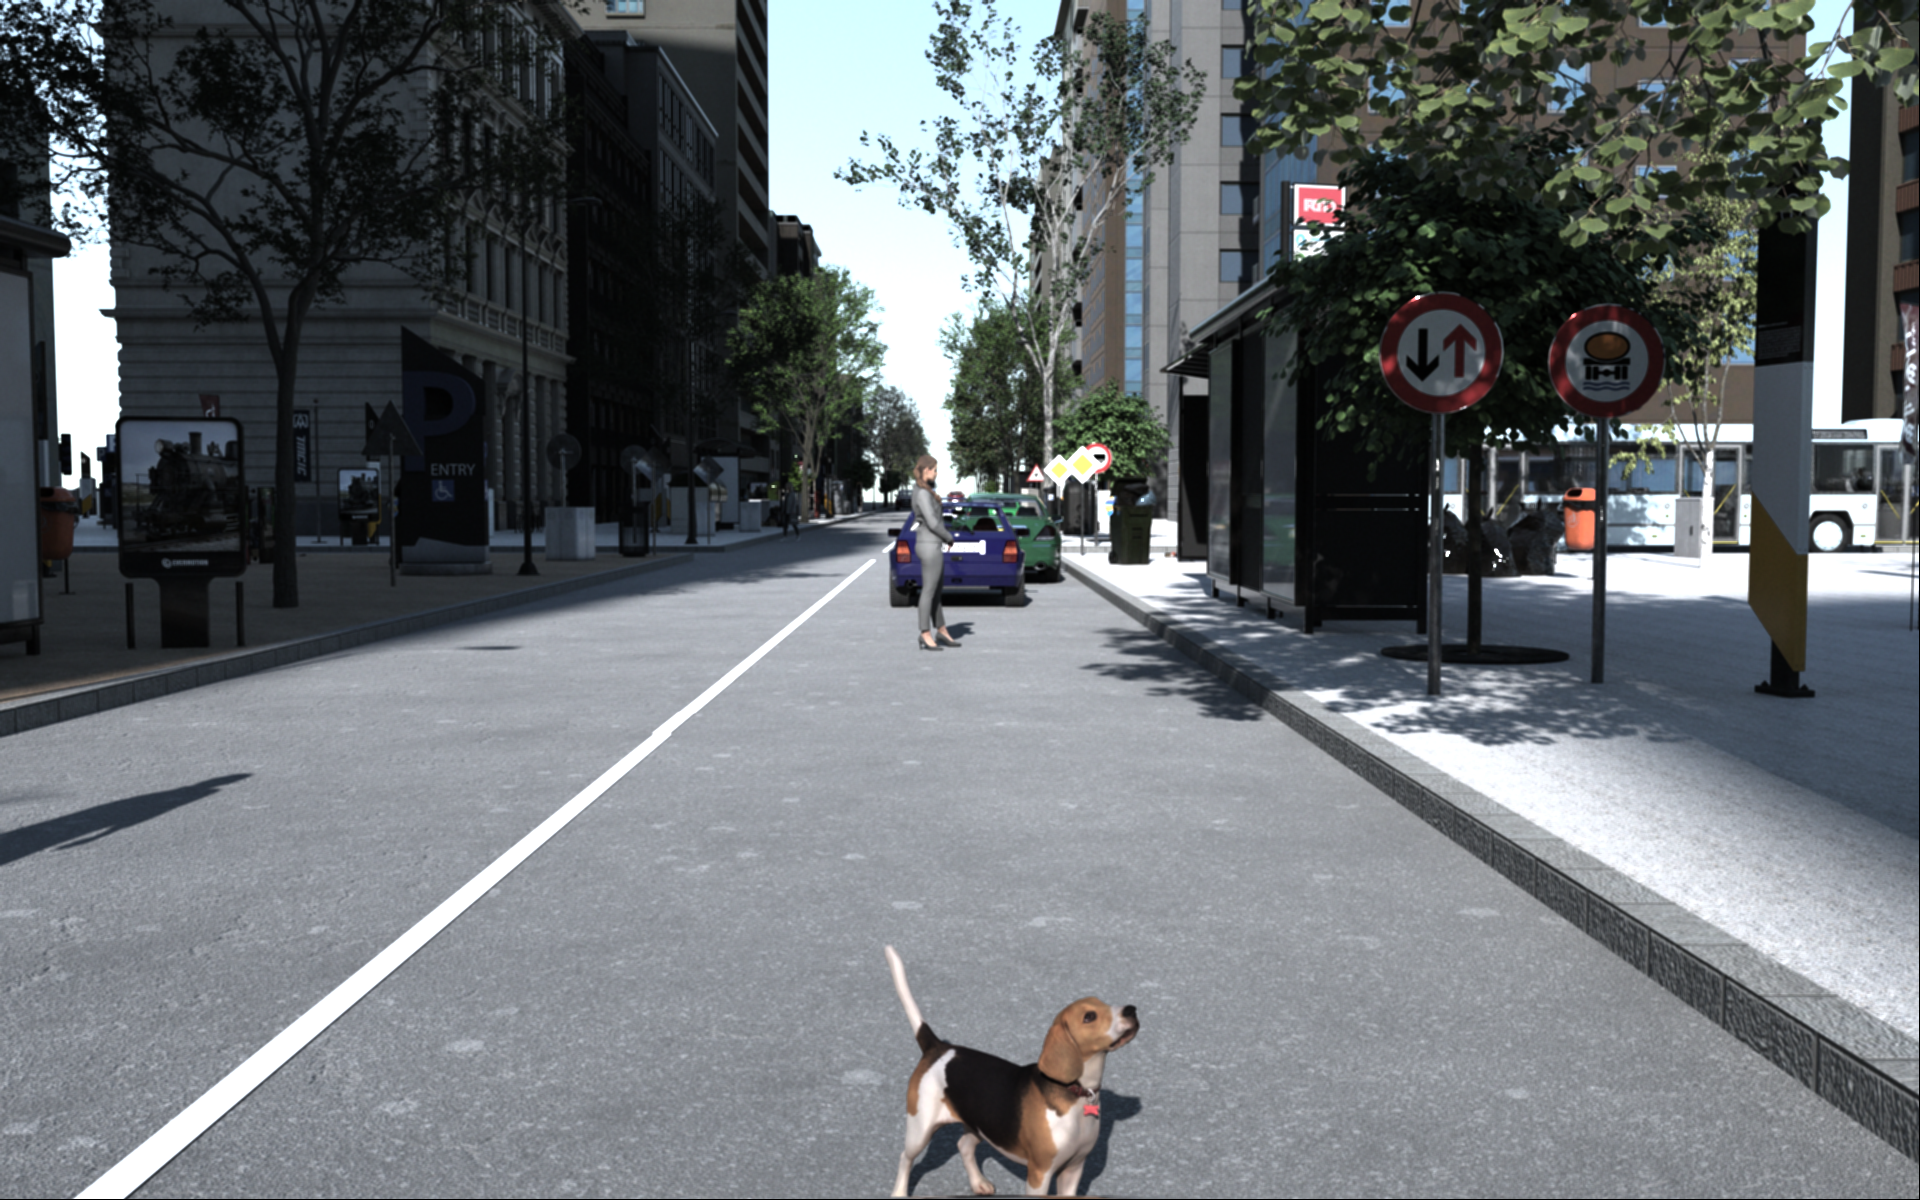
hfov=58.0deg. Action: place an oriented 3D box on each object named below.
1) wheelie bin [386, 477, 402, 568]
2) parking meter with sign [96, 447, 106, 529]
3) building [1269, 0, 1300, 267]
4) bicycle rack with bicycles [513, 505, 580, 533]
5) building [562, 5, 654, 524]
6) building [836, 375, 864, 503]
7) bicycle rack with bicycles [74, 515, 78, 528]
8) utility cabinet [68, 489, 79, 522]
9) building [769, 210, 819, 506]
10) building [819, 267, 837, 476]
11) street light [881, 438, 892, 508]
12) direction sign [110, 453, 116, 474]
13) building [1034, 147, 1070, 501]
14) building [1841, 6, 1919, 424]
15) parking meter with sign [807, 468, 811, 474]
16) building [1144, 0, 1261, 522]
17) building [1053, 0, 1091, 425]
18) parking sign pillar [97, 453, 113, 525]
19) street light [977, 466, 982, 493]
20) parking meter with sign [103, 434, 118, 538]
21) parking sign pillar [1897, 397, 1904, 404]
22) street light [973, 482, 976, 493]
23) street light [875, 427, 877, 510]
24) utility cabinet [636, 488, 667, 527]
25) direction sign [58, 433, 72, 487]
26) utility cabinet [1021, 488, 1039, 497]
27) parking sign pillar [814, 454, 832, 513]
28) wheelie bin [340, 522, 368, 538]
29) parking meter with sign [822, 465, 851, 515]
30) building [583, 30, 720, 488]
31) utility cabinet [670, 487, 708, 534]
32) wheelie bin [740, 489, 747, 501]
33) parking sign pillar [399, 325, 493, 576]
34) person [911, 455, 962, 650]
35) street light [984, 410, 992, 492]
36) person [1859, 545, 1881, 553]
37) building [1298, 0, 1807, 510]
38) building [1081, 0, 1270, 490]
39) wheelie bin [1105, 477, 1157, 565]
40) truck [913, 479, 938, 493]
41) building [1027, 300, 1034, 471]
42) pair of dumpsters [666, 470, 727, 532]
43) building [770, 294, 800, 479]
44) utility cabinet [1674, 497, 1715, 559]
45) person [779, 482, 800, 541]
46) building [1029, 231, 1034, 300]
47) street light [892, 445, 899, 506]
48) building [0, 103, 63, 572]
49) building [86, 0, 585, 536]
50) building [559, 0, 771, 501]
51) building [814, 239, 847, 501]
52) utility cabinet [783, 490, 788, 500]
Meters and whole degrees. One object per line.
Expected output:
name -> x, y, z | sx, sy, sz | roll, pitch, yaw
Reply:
wheelie bin -> -9.444, -1.353, 30.028 | 0.693, 1.594, 0.980 | 1, 4, 22
parking meter with sign -> -31.045, -4.160, 64.273 | 0.543, 3.016, 1.738 | 2, 4, 28
building -> 17.789, -29.777, 136.958 | 14.600, 45.320, 14.200 | 0, 4, 0
bicycle rack with bicycles -> -13.690, -2.684, 57.264 | 2.852, 0.926, 2.925 | 1, 4, 10
building -> -21.675, -15.296, 79.765 | 12.332, 23.373, 15.834 | 0, 4, 0
building -> -29.282, -25.575, 263.185 | 27.650, 21.520, 28.899 | 0, 4, 0
bicycle rack with bicycles -> -32.968, -2.896, 60.736 | 2.925, 0.926, 2.852 | 0, 4, 3
utility cabinet -> -40.111, -4.228, 77.809 | 1.173, 1.500, 0.318 | 2, 4, 27
building -> -22.466, -24.846, 177.931 | 14.160, 30.474, 14.107 | 0, 4, 0
building -> -22.943, -27.264, 217.470 | 14.160, 30.474, 14.107 | 0, 4, 0
street light -> -6.532, -10.384, 142.321 | 1.470, 5.913, 1.316 | 0, 4, 0
direction sign -> -33.411, -4.714, 69.067 | 0.876, 3.537, 0.379 | 0, 4, -6
building -> 21.307, -37.561, 237.826 | 21.300, 48.544, 21.600 | 0, 4, 0
building -> 47.689, -24.929, 62.216 | 28.867, 44.769, 22.147 | 0, 4, 0
parking meter with sign -> -9.561, -7.422, 117.616 | 1.738, 3.016, 0.543 | -3, 5, -43
building -> 20.322, -33.553, 90.590 | 21.231, 58.520, 28.212 | 0, 4, 0
building -> 24.288, -35.693, 172.823 | 28.713, 52.752, 27.495 | 0, 4, 0
parking sign pillar -> -35.417, -5.142, 72.543 | 1.447, 3.967, 1.447 | 0, 4, -2
street light -> 2.116, -9.577, 129.127 | 1.470, 5.913, 1.316 | 0, 4, 0
parking meter with sign -> -24.519, -3.351, 51.042 | 0.543, 3.016, 1.738 | 0, 4, -6
parking sign pillar -> 26.415, -3.625, 47.747 | 1.447, 3.967, 1.447 | -3, 4, -36
street light -> 1.870, -13.595, 194.818 | 1.470, 5.913, 1.316 | 0, 4, 0
street light -> -6.493, -9.040, 120.344 | 1.470, 5.913, 1.316 | 0, 4, 0
utility cabinet -> -11.921, -3.563, 66.939 | 1.173, 1.500, 0.318 | -3, 4, -38
direction sign -> -33.583, -4.439, 64.578 | 0.876, 3.537, 0.379 | -2, 4, -34
utility cabinet -> 2.717, -3.554, 66.782 | 0.318, 1.500, 1.173 | 2, 4, 23
parking sign pillar -> -9.040, -7.776, 115.604 | 1.447, 3.967, 1.447 | -1, 4, -13
wheelie bin -> -17.883, -2.640, 51.077 | 0.980, 1.594, 0.693 | 0, 4, 3
parking meter with sign -> -7.457, -6.652, 105.015 | 1.738, 3.016, 0.543 | 2, 4, 27
building -> -22.470, -18.716, 99.514 | 14.314, 27.812, 24.014 | 0, 4, 0
utility cabinet -> -8.632, -2.846, 55.216 | 1.173, 1.500, 0.318 | -1, 4, -12
wheelie bin -> -13.260, -5.917, 104.648 | 0.980, 1.594, 0.693 | 1, 4, 15
parking sign pillar -> -8.239, -2.397, 27.668 | 1.447, 3.967, 1.447 | 0, 4, -7
person -> -0.186, -0.439, 15.952 | 0.573, 1.790, 0.520 | -1, 4, -22
street light -> 2.148, -7.556, 96.087 | 1.470, 5.913, 1.316 | 0, 4, 0
person -> 21.831, -2.005, 41.460 | 0.526, 1.800, 0.537 | 2, 4, 24
building -> 18.168, -24.955, 58.129 | 14.200, 45.320, 14.600 | 0, 4, 0
building -> 18.072, -30.644, 151.132 | 14.600, 45.320, 14.200 | 0, 4, 0
wheelie bin -> 3.145, -1.448, 31.575 | 0.980, 1.594, 0.693 | -1, 4, -20
truck -> -4.147, -13.783, 215.116 | 2.967, 4.110, 18.799 | 0, 3, 0
building -> 16.901, -29.647, 256.434 | 14.160, 30.474, 14.107 | 0, 4, 0
pair of dumpsters -> -8.826, -3.398, 58.047 | 1.574, 2.255, 4.437 | 0, 4, 0
building -> -29.565, -19.049, 156.483 | 27.650, 21.520, 28.899 | 0, 4, 0
utility cabinet -> 14.769, -1.451, 34.887 | 0.306, 1.237, 1.020 | 0, 4, -6
person -> -5.103, -2.683, 52.544 | 0.728, 1.800, 0.709 | -3, 5, -45
building -> 17.627, -35.902, 270.591 | 14.154, 41.232, 14.086 | 0, 4, 0
street light -> -6.599, -11.718, 164.133 | 1.470, 5.913, 1.316 | 0, 4, 0
building -> -30.398, -42.955, 14.993 | 31.000, 86.520, 22.319 | 0, 4, 0
building -> -20.838, -14.217, 61.325 | 11.050, 23.489, 19.941 | 0, 4, 0
building -> -26.014, -30.920, 129.241 | 21.300, 48.544, 21.600 | 0, 4, 0
building -> -31.972, -33.289, 236.158 | 32.217, 40.220, 23.993 | 0, 4, 0
utility cabinet -> -7.925, -4.306, 79.079 | 0.318, 1.500, 1.173 | -1, 4, -21
